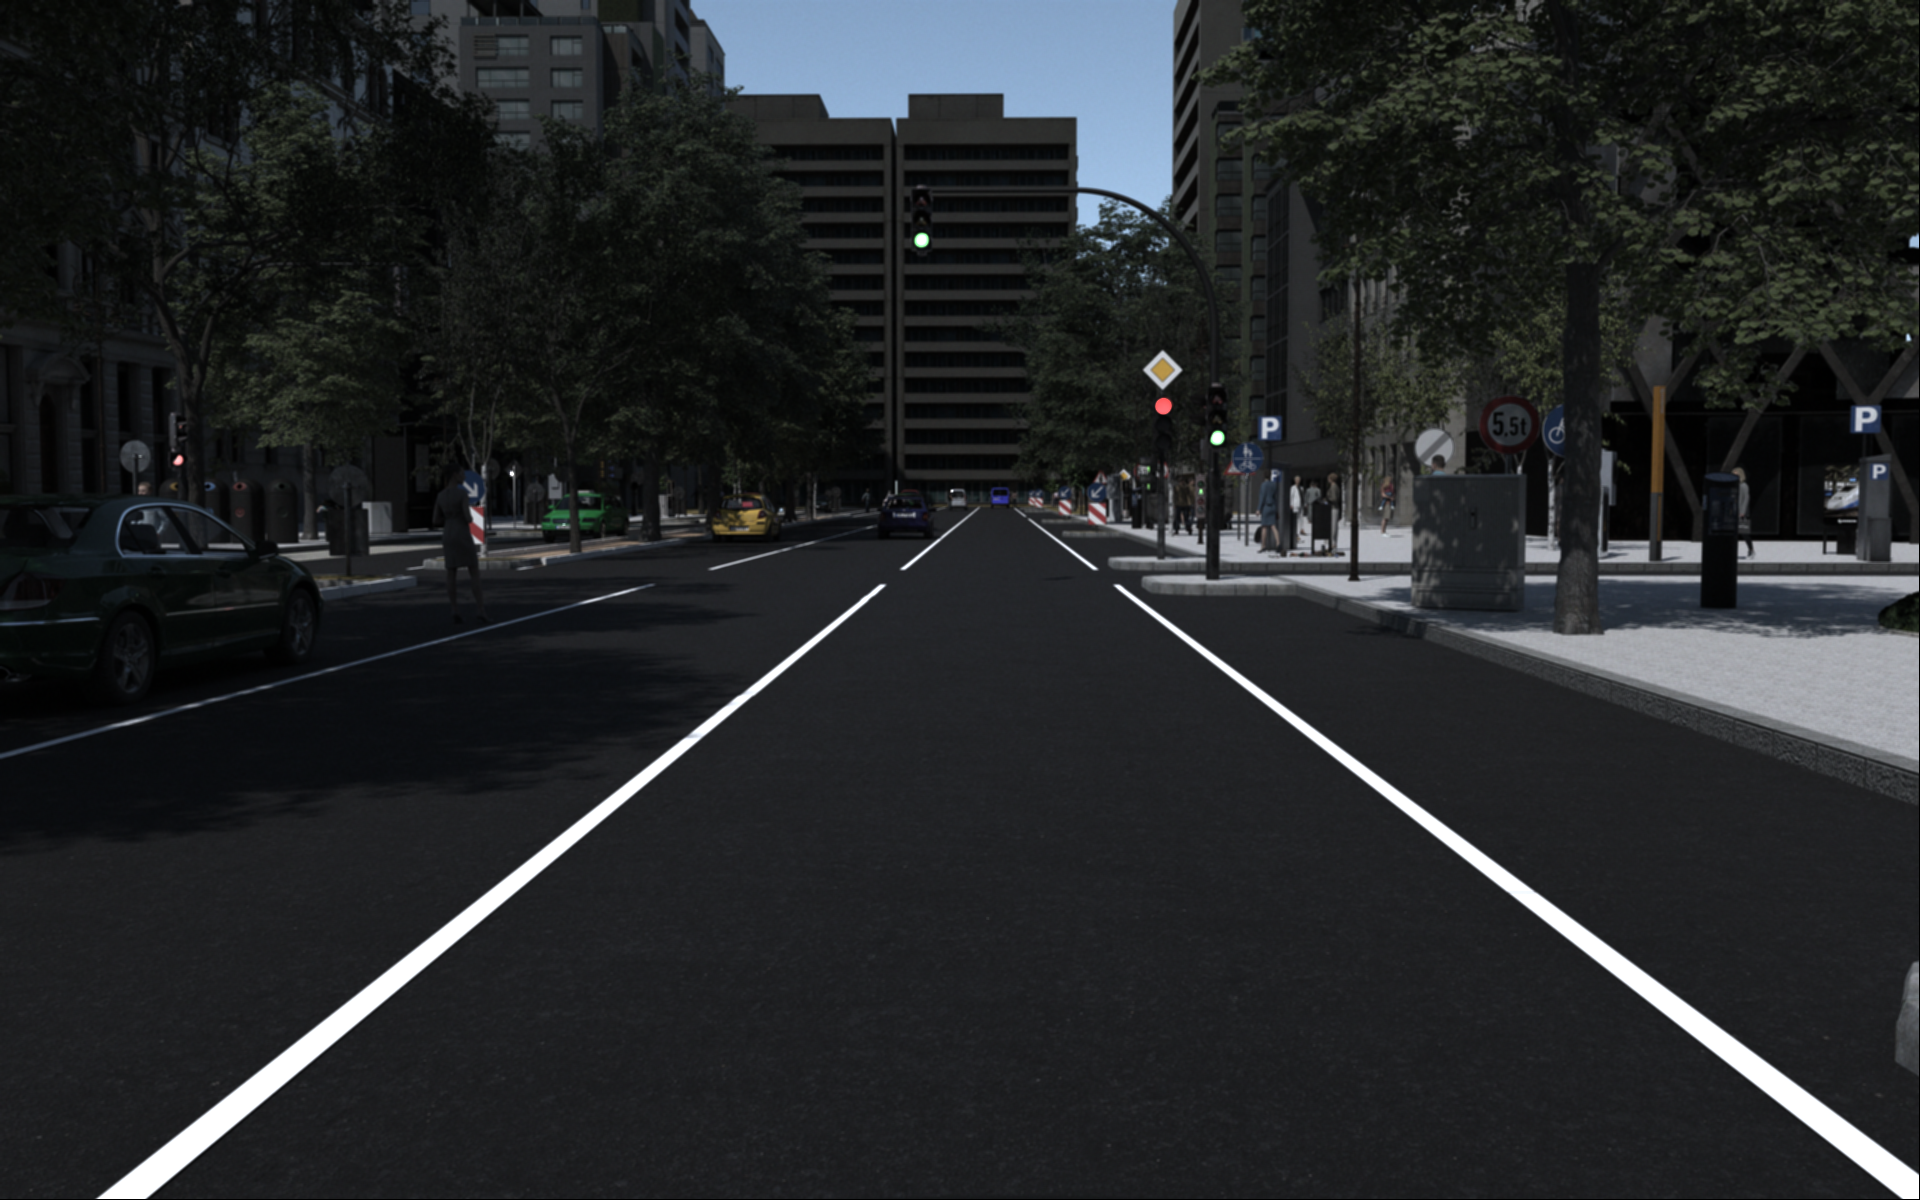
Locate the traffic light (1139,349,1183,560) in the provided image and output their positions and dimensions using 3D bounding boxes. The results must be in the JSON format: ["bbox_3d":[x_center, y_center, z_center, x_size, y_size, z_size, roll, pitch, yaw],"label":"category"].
[{"bbox_3d":[3.920,-2.745,33.805,0.839,4.253,0.868,0,4,1],"label":"traffic light"}]

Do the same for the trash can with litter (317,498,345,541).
[{"bbox_3d":[-16.836,-2.163,46.759,0.624,1.170,1.055,0,4,7],"label":"trash can with litter"}]

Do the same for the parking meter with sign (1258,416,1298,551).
[{"bbox_3d":[7.282,-2.642,39.460,0.543,3.016,1.738,2,4,26],"label":"parking meter with sign"}]

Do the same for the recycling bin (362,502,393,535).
[{"bbox_3d":[-18.430,-2.584,54.798,0.722,1.027,0.722,-3,4,-38],"label":"recycling bin"}]

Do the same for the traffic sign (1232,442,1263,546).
[{"bbox_3d":[7.075,-2.602,42.648,0.768,2.556,0.104,1,4,10],"label":"traffic sign"}]

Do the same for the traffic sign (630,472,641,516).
[{"bbox_3d":[-18.801,-6.148,100.618,0.768,2.556,0.104,1,4,8],"label":"traffic sign"}]

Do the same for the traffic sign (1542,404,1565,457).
[{"bbox_3d":[8.521,-1.478,24.272,0.768,2.556,0.104,0,4,4],"label":"traffic sign"}]

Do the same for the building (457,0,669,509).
[{"bbox_3d":[-32.998,-28.270,145.814,14.154,41.232,14.086,0,4,1],"label":"building"}]

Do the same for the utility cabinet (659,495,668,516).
[{"bbox_3d":[-17.832,-5.664,103.770,1.020,1.237,0.306,2,4,31],"label":"utility cabinet"}]

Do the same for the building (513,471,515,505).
[{"bbox_3d":[-69.831,-32.329,220.451,23.993,40.220,32.217,0,4,1],"label":"building"}]

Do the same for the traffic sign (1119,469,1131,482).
[{"bbox_3d":[8.494,-5.505,89.744,0.795,2.593,0.064,1,4,9],"label":"traffic sign"}]

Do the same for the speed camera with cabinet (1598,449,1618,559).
[{"bbox_3d":[12.831,-2.484,34.951,0.660,3.252,2.038,2,4,28],"label":"speed camera with cabinet"}]

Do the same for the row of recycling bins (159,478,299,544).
[{"bbox_3d":[-18.948,-2.311,44.899,3.534,1.692,1.069,0,4,-2],"label":"row of recycling bins"}]

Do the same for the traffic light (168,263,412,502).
[{"bbox_3d":[-13.244,-3.640,34.178,4.771,5.953,1.251,0,4,1],"label":"traffic light"}]

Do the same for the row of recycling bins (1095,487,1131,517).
[{"bbox_3d":[9.241,-5.628,99.127,3.534,1.692,1.069,-3,4,-36],"label":"row of recycling bins"}]

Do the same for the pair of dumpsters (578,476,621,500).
[{"bbox_3d":[-19.279,-5.490,92.257,1.574,2.255,4.437,0,4,1],"label":"pair of dumpsters"}]

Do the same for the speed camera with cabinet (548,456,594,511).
[{"bbox_3d":[-17.982,-5.250,80.181,2.038,3.252,0.660,1,4,12],"label":"speed camera with cabinet"}]

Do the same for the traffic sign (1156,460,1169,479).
[{"bbox_3d":[7.553,-3.994,65.412,0.768,2.556,0.104,0,4,7],"label":"traffic sign"}]

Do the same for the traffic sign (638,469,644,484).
[{"bbox_3d":[-16.002,-5.372,87.937,0.768,2.556,0.104,1,4,10],"label":"traffic sign"}]

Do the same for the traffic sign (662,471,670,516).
[{"bbox_3d":[-16.848,-6.063,99.139,0.884,2.594,0.081,0,4,5],"label":"traffic sign"}]

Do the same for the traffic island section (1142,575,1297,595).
[{"bbox_3d":[3.795,-0.223,25.935,2.009,0.180,2.903,0,4,1],"label":"traffic island section"}]

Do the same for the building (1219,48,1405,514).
[{"bbox_3d":[25.679,-21.068,116.158,14.160,30.474,14.107,0,4,1],"label":"building"}]

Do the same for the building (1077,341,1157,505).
[{"bbox_3d":[28.678,-22.734,216.736,28.899,21.520,27.650,0,4,1],"label":"building"}]

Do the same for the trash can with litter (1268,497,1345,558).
[{"bbox_3d":[7.090,-1.504,35.651,2.233,1.210,1.678,-2,4,-34],"label":"trash can with litter"}]

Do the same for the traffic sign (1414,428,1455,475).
[{"bbox_3d":[9.098,-2.030,33.304,0.768,2.556,0.104,0,4,6],"label":"traffic sign"}]

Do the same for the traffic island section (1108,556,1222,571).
[{"bbox_3d":[3.960,-0.712,33.918,2.009,0.180,2.903,0,4,1],"label":"traffic island section"}]

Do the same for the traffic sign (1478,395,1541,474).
[{"bbox_3d":[7.049,-1.357,22.292,0.768,2.556,0.104,1,4,10],"label":"traffic sign"}]

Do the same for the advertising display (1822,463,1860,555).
[{"bbox_3d":[18.751,-1.918,36.579,0.974,1.923,0.123,3,5,40],"label":"advertising display"}]

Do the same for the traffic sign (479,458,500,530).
[{"bbox_3d":[-16.647,-3.741,61.279,0.768,2.556,0.104,0,4,7],"label":"traffic sign"}]

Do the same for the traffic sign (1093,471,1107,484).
[{"bbox_3d":[7.349,-5.532,90.458,0.884,2.594,0.081,0,4,4],"label":"traffic sign"}]

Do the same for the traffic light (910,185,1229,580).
[{"bbox_3d":[1.662,-3.123,25.723,4.771,5.953,1.251,0,4,1],"label":"traffic light"}]

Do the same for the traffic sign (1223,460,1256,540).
[{"bbox_3d":[7.744,-2.937,48.029,0.884,2.594,0.081,0,4,6],"label":"traffic sign"}]

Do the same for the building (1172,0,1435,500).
[{"bbox_3d":[29.850,-32.067,147.995,21.300,48.544,21.600,0,4,1],"label":"building"}]

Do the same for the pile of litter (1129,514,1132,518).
[{"bbox_3d":[8.816,-4.980,95.385,1.176,0.858,1.719,-2,4,-29],"label":"pile of litter"}]

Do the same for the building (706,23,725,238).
[{"bbox_3d":[-43.511,-41.151,214.823,28.212,58.520,21.231,0,4,1],"label":"building"}]

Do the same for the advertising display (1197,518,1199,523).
[{"bbox_3d":[9.286,-3.800,67.343,0.123,1.923,0.974,1,4,9],"label":"advertising display"}]

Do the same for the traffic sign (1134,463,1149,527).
[{"bbox_3d":[7.187,-4.145,67.873,0.768,2.556,0.104,0,4,6],"label":"traffic sign"}]

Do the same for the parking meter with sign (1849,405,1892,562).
[{"bbox_3d":[17.565,-2.266,33.310,0.543,3.016,1.738,1,4,15],"label":"parking meter with sign"}]

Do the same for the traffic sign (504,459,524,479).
[{"bbox_3d":[-16.676,-3.979,64.792,0.795,2.593,0.064,1,4,10],"label":"traffic sign"}]

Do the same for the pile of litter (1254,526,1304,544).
[{"bbox_3d":[8.425,-1.928,45.490,1.719,0.858,1.176,-2,4,-31],"label":"pile of litter"}]

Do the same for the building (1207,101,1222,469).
[{"bbox_3d":[25.491,-21.948,130.556,14.160,30.474,14.107,0,4,1],"label":"building"}]

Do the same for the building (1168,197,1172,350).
[{"bbox_3d":[26.796,-24.149,166.540,14.160,30.474,14.107,0,4,1],"label":"building"}]

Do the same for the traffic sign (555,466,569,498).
[{"bbox_3d":[-17.733,-4.724,77.339,0.768,2.556,0.104,0,4,5],"label":"traffic sign"}]

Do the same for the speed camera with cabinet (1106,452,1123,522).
[{"bbox_3d":[7.213,-5.282,80.700,0.660,3.252,2.038,1,4,12],"label":"speed camera with cabinet"}]

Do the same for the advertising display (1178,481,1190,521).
[{"bbox_3d":[10.701,-4.753,82.929,0.123,1.923,0.974,-2,4,-32],"label":"advertising display"}]

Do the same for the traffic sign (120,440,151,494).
[{"bbox_3d":[-19.470,-2.494,40.889,0.768,2.556,0.104,0,4,5],"label":"traffic sign"}]

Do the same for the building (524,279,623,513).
[{"bbox_3d":[-41.349,-17.131,125.131,27.650,21.520,28.899,0,4,1],"label":"building"}]

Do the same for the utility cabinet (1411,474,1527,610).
[{"bbox_3d":[5.625,-0.643,19.186,1.173,1.500,0.318,2,4,34],"label":"utility cabinet"}]

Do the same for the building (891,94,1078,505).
[{"bbox_3d":[3.292,-36.068,213.407,21.600,48.544,21.300,0,4,1],"label":"building"}]

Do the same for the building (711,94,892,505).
[{"bbox_3d":[-18.312,-36.086,213.707,21.600,48.544,21.300,0,4,1],"label":"building"}]
